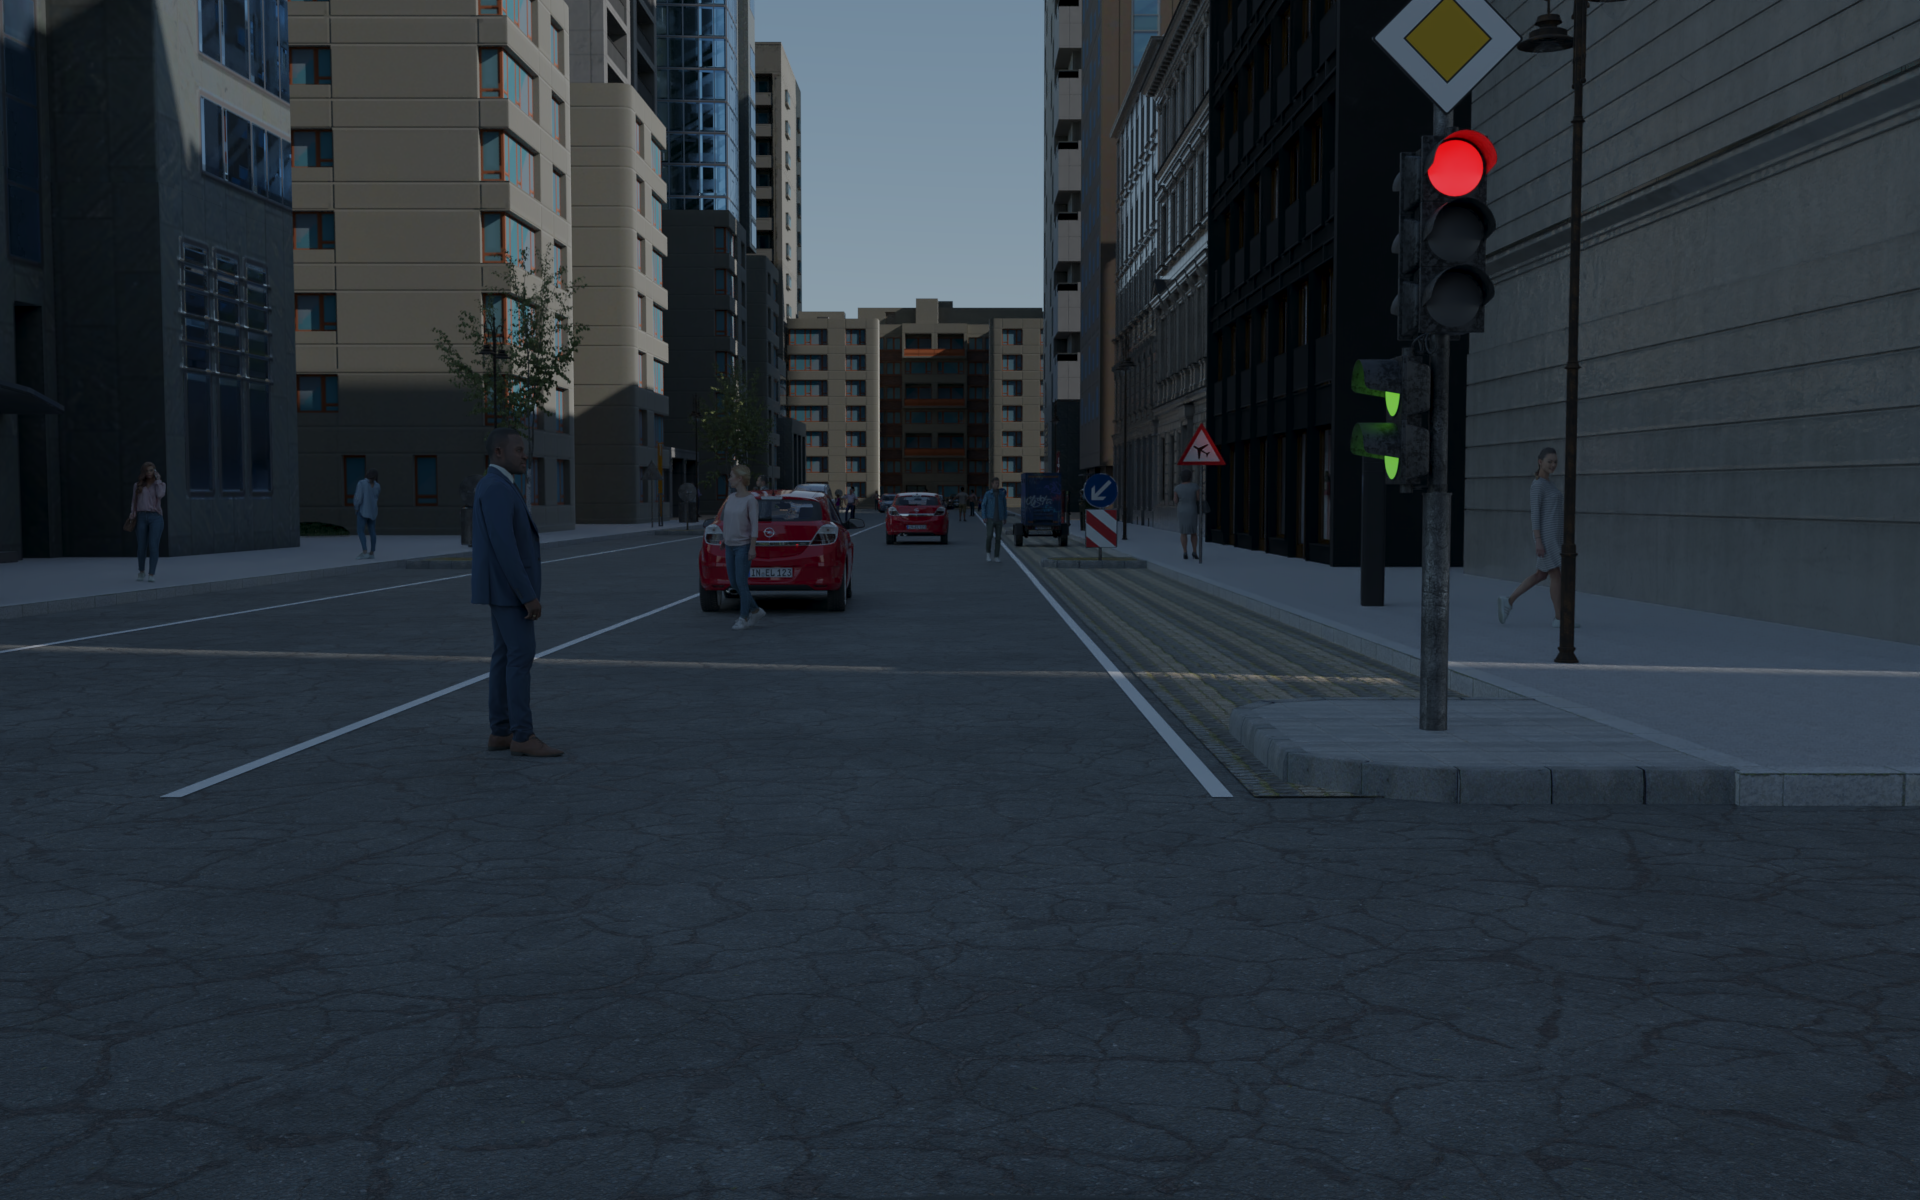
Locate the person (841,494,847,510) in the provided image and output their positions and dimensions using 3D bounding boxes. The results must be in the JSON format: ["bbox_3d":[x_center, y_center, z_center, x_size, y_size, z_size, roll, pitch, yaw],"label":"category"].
[{"bbox_3d":[-10.293,-8.649,153.097,0.628,1.438,0.799,0,4,6],"label":"person"}]

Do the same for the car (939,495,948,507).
[{"bbox_3d":[-1.849,-6.867,124.286,2.014,1.417,4.499,0,4,1],"label":"car"}]

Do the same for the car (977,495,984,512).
[{"bbox_3d":[2.339,-7.960,142.728,1.945,1.354,3.894,0,4,2],"label":"car"}]

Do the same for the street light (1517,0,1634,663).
[{"bbox_3d":[4.623,-2.461,13.025,0.468,5.910,1.993,0,3,0],"label":"street light"}]

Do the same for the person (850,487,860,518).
[{"bbox_3d":[-5.547,-4.990,90.095,0.705,1.823,1.348,-2,4,-26],"label":"person"}]

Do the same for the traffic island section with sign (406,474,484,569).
[{"bbox_3d":[-9.618,-1.555,34.053,1.989,1.847,2.006,0,3,0],"label":"traffic island section with sign"}]

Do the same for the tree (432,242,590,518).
[{"bbox_3d":[-12.770,-6.109,50.247,4.737,8.622,4.395,0,3,0],"label":"tree"}]

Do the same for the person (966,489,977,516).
[{"bbox_3d":[0.725,-6.239,111.219,0.721,1.736,1.217,-3,4,-39],"label":"person"}]

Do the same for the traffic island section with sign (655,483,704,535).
[{"bbox_3d":[-9.635,-3.212,61.146,1.989,1.847,2.006,0,3,0],"label":"traffic island section with sign"}]

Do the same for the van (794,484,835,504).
[{"bbox_3d":[-5.882,-3.758,68.453,2.013,2.044,4.112,0,4,0],"label":"van"}]

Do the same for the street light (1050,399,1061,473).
[{"bbox_3d":[4.625,-6.805,84.055,0.468,5.910,1.993,0,3,0],"label":"street light"}]

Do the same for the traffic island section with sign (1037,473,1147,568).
[{"bbox_3d":[2.600,-1.555,34.049,1.989,1.847,2.006,0,3,0],"label":"traffic island section with sign"}]

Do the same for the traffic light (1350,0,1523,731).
[{"bbox_3d":[2.563,-1.249,9.336,0.839,4.253,0.868,0,3,0],"label":"traffic light"}]

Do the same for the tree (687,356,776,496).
[{"bbox_3d":[-12.431,-8.700,92.610,4.737,8.622,4.395,0,3,0],"label":"tree"}]

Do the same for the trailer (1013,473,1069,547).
[{"bbox_3d":[2.198,-2.506,48.021,1.471,1.999,3.904,0,4,-1],"label":"trailer"}]

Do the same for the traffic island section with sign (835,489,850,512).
[{"bbox_3d":[-9.665,-7.961,138.796,1.989,1.847,2.006,0,3,0],"label":"traffic island section with sign"}]

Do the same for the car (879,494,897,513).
[{"bbox_3d":[-5.199,-7.403,133.048,2.014,1.417,4.499,0,4,0],"label":"car"}]

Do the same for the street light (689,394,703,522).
[{"bbox_3d":[-12.029,-6.502,79.089,0.468,5.910,1.993,0,3,0],"label":"street light"}]

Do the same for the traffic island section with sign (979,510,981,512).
[{"bbox_3d":[2.562,-8.006,139.519,1.989,1.847,2.006,0,3,0],"label":"traffic island section with sign"}]

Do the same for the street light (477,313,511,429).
[{"bbox_3d":[-11.913,-4.382,44.439,0.468,5.910,1.993,0,3,0],"label":"street light"}]

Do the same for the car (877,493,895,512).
[{"bbox_3d":[-5.595,-7.991,139.697,2.155,1.783,4.494,0,4,2],"label":"car"}]

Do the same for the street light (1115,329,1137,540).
[{"bbox_3d":[4.627,-4.630,48.489,0.468,5.910,1.993,0,3,0],"label":"street light"}]

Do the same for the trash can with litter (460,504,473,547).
[{"bbox_3d":[-11.706,-1.870,41.958,0.624,1.170,1.055,0,4,-5],"label":"trash can with litter"}]

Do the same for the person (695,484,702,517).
[{"bbox_3d":[-14.403,-5.461,95.190,0.709,1.838,0.599,2,4,33],"label":"person"}]

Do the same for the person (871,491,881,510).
[{"bbox_3d":[-7.314,-8.781,152.778,1.217,1.736,0.721,-2,4,-35],"label":"person"}]

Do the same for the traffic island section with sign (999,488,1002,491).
[{"bbox_3d":[2.569,-6.323,112.005,1.989,1.847,2.006,0,3,0],"label":"traffic island section with sign"}]

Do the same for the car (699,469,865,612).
[{"bbox_3d":[-2.328,-0.830,22.605,2.155,1.783,4.494,0,4,-2],"label":"car"}]

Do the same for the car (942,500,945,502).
[{"bbox_3d":[-1.946,-5.695,102.152,2.155,1.783,4.494,0,4,1],"label":"car"}]

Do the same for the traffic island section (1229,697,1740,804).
[{"bbox_3d":[2.604,0.785,9.450,2.009,0.180,2.903,0,3,0],"label":"traffic island section"}]

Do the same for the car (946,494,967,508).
[{"bbox_3d":[-0.269,-9.139,159.213,2.009,1.686,4.222,0,4,1],"label":"car"}]

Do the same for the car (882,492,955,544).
[{"bbox_3d":[-1.233,-2.548,50.708,2.155,1.783,4.494,0,4,0],"label":"car"}]

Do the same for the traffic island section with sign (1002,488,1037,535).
[{"bbox_3d":[2.593,-3.203,61.004,1.989,1.847,2.006,0,3,0],"label":"traffic island section with sign"}]

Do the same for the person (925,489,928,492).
[{"bbox_3d":[-2.733,-7.972,138.847,0.705,1.824,1.348,0,4,-4],"label":"person"}]

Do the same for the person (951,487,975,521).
[{"bbox_3d":[0.142,-5.036,90.843,1.348,1.824,0.705,1,4,16],"label":"person"}]
